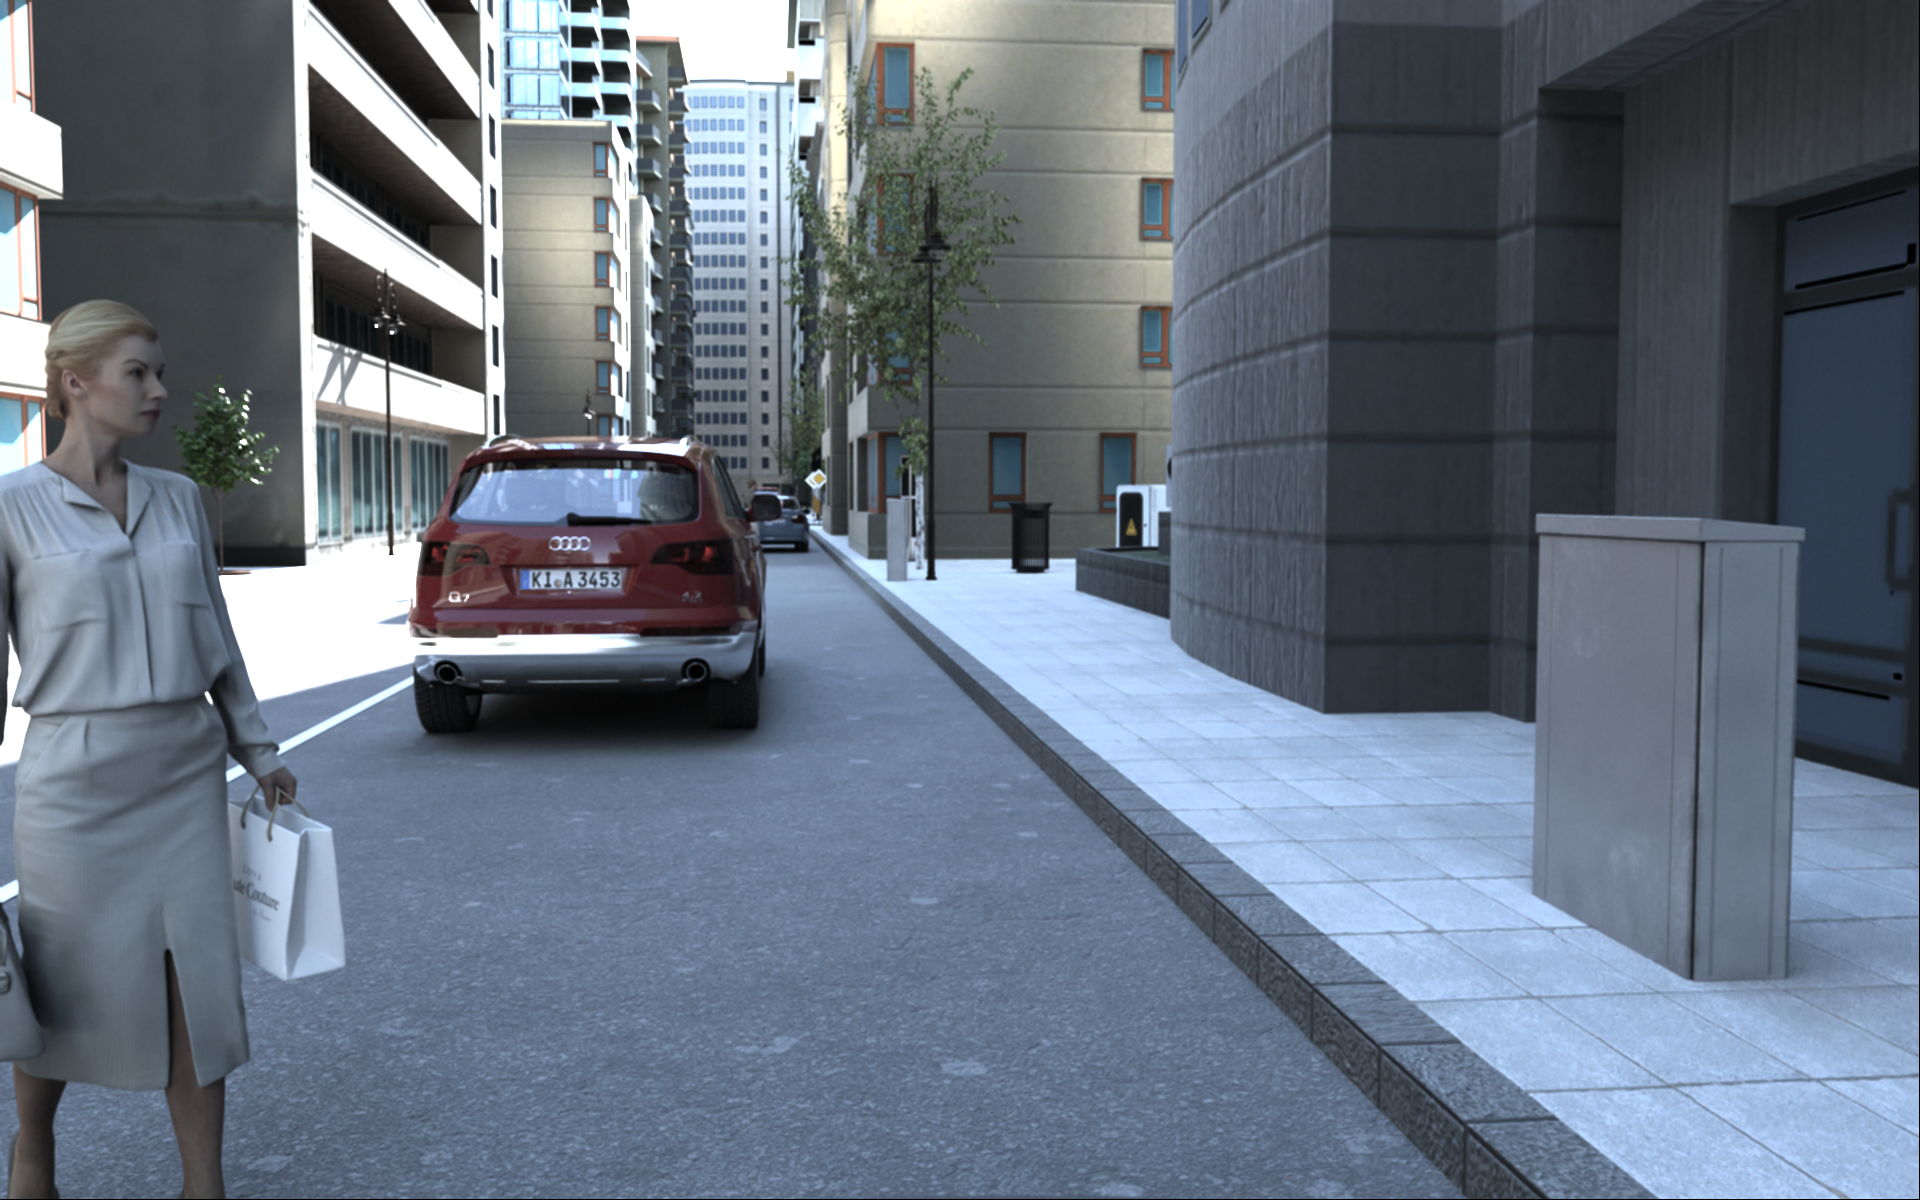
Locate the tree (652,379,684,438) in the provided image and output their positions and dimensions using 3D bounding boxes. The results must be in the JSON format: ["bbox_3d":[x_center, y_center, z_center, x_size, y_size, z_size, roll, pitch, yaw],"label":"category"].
[{"bbox_3d":[-20.325,-9.873,111.780,4.360,8.622,3.978,0,3,0],"label":"tree"}]

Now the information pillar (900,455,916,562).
[{"bbox_3d":[-0.924,-1.745,33.028,0.304,2.012,0.304,-3,5,-39],"label":"information pillar"}]

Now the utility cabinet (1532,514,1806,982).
[{"bbox_3d":[2.022,0.375,5.037,0.306,1.237,1.020,0,4,-5],"label":"utility cabinet"}]

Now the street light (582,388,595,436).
[{"bbox_3d":[-16.182,-6.286,75.564,0.468,5.910,1.993,0,4,-6],"label":"street light"}]

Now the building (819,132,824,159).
[{"bbox_3d":[4.094,-15.081,82.728,21.152,22.565,11.583,0,4,-6],"label":"building"}]

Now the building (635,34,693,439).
[{"bbox_3d":[-36.686,-31.071,162.633,22.147,44.769,28.867,0,4,-6],"label":"building"}]

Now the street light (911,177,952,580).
[{"bbox_3d":[-0.429,-3.234,25.664,0.468,5.910,1.993,0,4,-6],"label":"street light"}]

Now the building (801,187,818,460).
[{"bbox_3d":[-5.404,-21.194,140.036,14.314,27.812,24.014,0,4,-6],"label":"building"}]

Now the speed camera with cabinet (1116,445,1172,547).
[{"bbox_3d":[3.653,-2.247,31.071,0.660,3.252,2.038,-2,4,-34],"label":"speed camera with cabinet"}]

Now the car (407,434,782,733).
[{"bbox_3d":[-2.383,-0.204,12.016,2.281,1.827,5.304,0,4,-6],"label":"car"}]

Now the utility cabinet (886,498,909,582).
[{"bbox_3d":[-0.921,-0.897,25.834,0.306,1.237,1.020,0,4,0],"label":"utility cabinet"}]

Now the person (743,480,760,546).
[{"bbox_3d":[-4.842,-1.934,40.668,0.362,1.759,0.519,-3,5,-41],"label":"person"}]

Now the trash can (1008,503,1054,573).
[{"bbox_3d":[1.148,-1.013,28.213,0.748,1.137,0.748,0,3,0],"label":"trash can"}]

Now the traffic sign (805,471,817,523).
[{"bbox_3d":[-6.453,-4.453,76.445,0.795,2.450,0.064,0,4,-6],"label":"traffic sign"}]

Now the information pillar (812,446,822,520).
[{"bbox_3d":[-7.006,-5.712,84.746,0.504,3.616,0.183,2,4,29],"label":"information pillar"}]

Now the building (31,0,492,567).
[{"bbox_3d":[-23.255,-25.355,38.264,21.300,48.544,21.600,0,4,-6],"label":"building"}]

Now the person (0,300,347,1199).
[{"bbox_3d":[-1.562,0.343,3.240,0.694,1.780,0.624,-3,4,-38],"label":"person"}]

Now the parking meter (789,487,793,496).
[{"bbox_3d":[-14.251,-8.595,146.235,0.255,1.863,0.399,-1,4,-12],"label":"parking meter"}]

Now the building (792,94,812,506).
[{"bbox_3d":[-8.718,-35.404,202.552,21.300,48.544,21.600,0,4,-6],"label":"building"}]

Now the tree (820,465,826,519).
[{"bbox_3d":[-6.724,-5.833,89.967,1.663,3.219,1.824,0,3,0],"label":"tree"}]

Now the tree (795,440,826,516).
[{"bbox_3d":[-7.961,-7.178,101.067,4.285,4.588,4.351,0,3,0],"label":"tree"}]

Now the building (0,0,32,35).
[{"bbox_3d":[-23.487,-9.825,5.674,27.650,21.520,28.899,0,4,-6],"label":"building"}]

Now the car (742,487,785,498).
[{"bbox_3d":[-10.258,-5.007,90.538,2.281,1.827,5.304,0,4,-8],"label":"car"}]

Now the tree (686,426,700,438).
[{"bbox_3d":[-29.398,-14.338,184.791,4.360,8.622,3.978,0,3,0],"label":"tree"}]

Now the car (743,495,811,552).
[{"bbox_3d":[-4.777,-1.957,44.004,2.014,1.417,4.499,0,4,-8],"label":"car"}]

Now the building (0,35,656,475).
[{"bbox_3d":[-31.350,-15.178,93.207,27.650,21.520,28.899,0,4,-6],"label":"building"}]

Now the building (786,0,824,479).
[{"bbox_3d":[-3.209,-36.023,178.217,28.713,52.752,27.495,0,4,-6],"label":"building"}]

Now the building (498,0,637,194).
[{"bbox_3d":[-34.521,-49.927,128.983,22.319,86.520,31.000,0,4,-6],"label":"building"}]

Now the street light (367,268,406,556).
[{"bbox_3d":[-11.753,-3.843,35.614,0.468,5.910,1.993,0,4,-6],"label":"street light"}]

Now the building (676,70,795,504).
[{"bbox_3d":[-31.468,-42.875,243.007,28.212,58.520,21.231,0,4,-6],"label":"building"}]

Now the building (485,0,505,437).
[{"bbox_3d":[-23.605,-17.635,60.028,14.107,30.474,14.160,0,4,-6],"label":"building"}]

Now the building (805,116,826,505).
[{"bbox_3d":[-3.052,-20.122,116.388,14.401,28.519,23.554,0,4,-6],"label":"building"}]

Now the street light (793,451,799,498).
[{"bbox_3d":[-14.230,-10.864,150.411,0.468,5.910,1.993,0,4,-6],"label":"street light"}]

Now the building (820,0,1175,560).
[{"bbox_3d":[10.354,-12.479,49.070,27.650,21.520,28.899,0,4,-6],"label":"building"}]

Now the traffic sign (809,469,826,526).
[{"bbox_3d":[-5.574,-3.967,68.508,0.795,2.450,0.064,0,4,-6],"label":"traffic sign"}]

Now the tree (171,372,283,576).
[{"bbox_3d":[-11.622,-2.012,27.506,1.663,3.219,1.824,0,3,0],"label":"tree"}]

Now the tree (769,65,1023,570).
[{"bbox_3d":[-0.908,-4.817,29.112,4.737,8.622,4.395,0,3,0],"label":"tree"}]

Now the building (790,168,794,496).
[{"bbox_3d":[-14.442,-32.813,220.090,14.154,41.232,14.086,0,4,-6],"label":"building"}]

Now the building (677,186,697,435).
[{"bbox_3d":[-44.003,-31.583,208.271,23.993,40.220,32.217,0,4,-6],"label":"building"}]

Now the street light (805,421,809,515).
[{"bbox_3d":[-9.489,-8.247,107.623,0.468,5.910,1.993,0,4,-6],"label":"street light"}]

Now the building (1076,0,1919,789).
[{"bbox_3d":[12.328,-28.713,11.449,21.231,58.520,28.212,0,4,-6],"label":"building"}]
